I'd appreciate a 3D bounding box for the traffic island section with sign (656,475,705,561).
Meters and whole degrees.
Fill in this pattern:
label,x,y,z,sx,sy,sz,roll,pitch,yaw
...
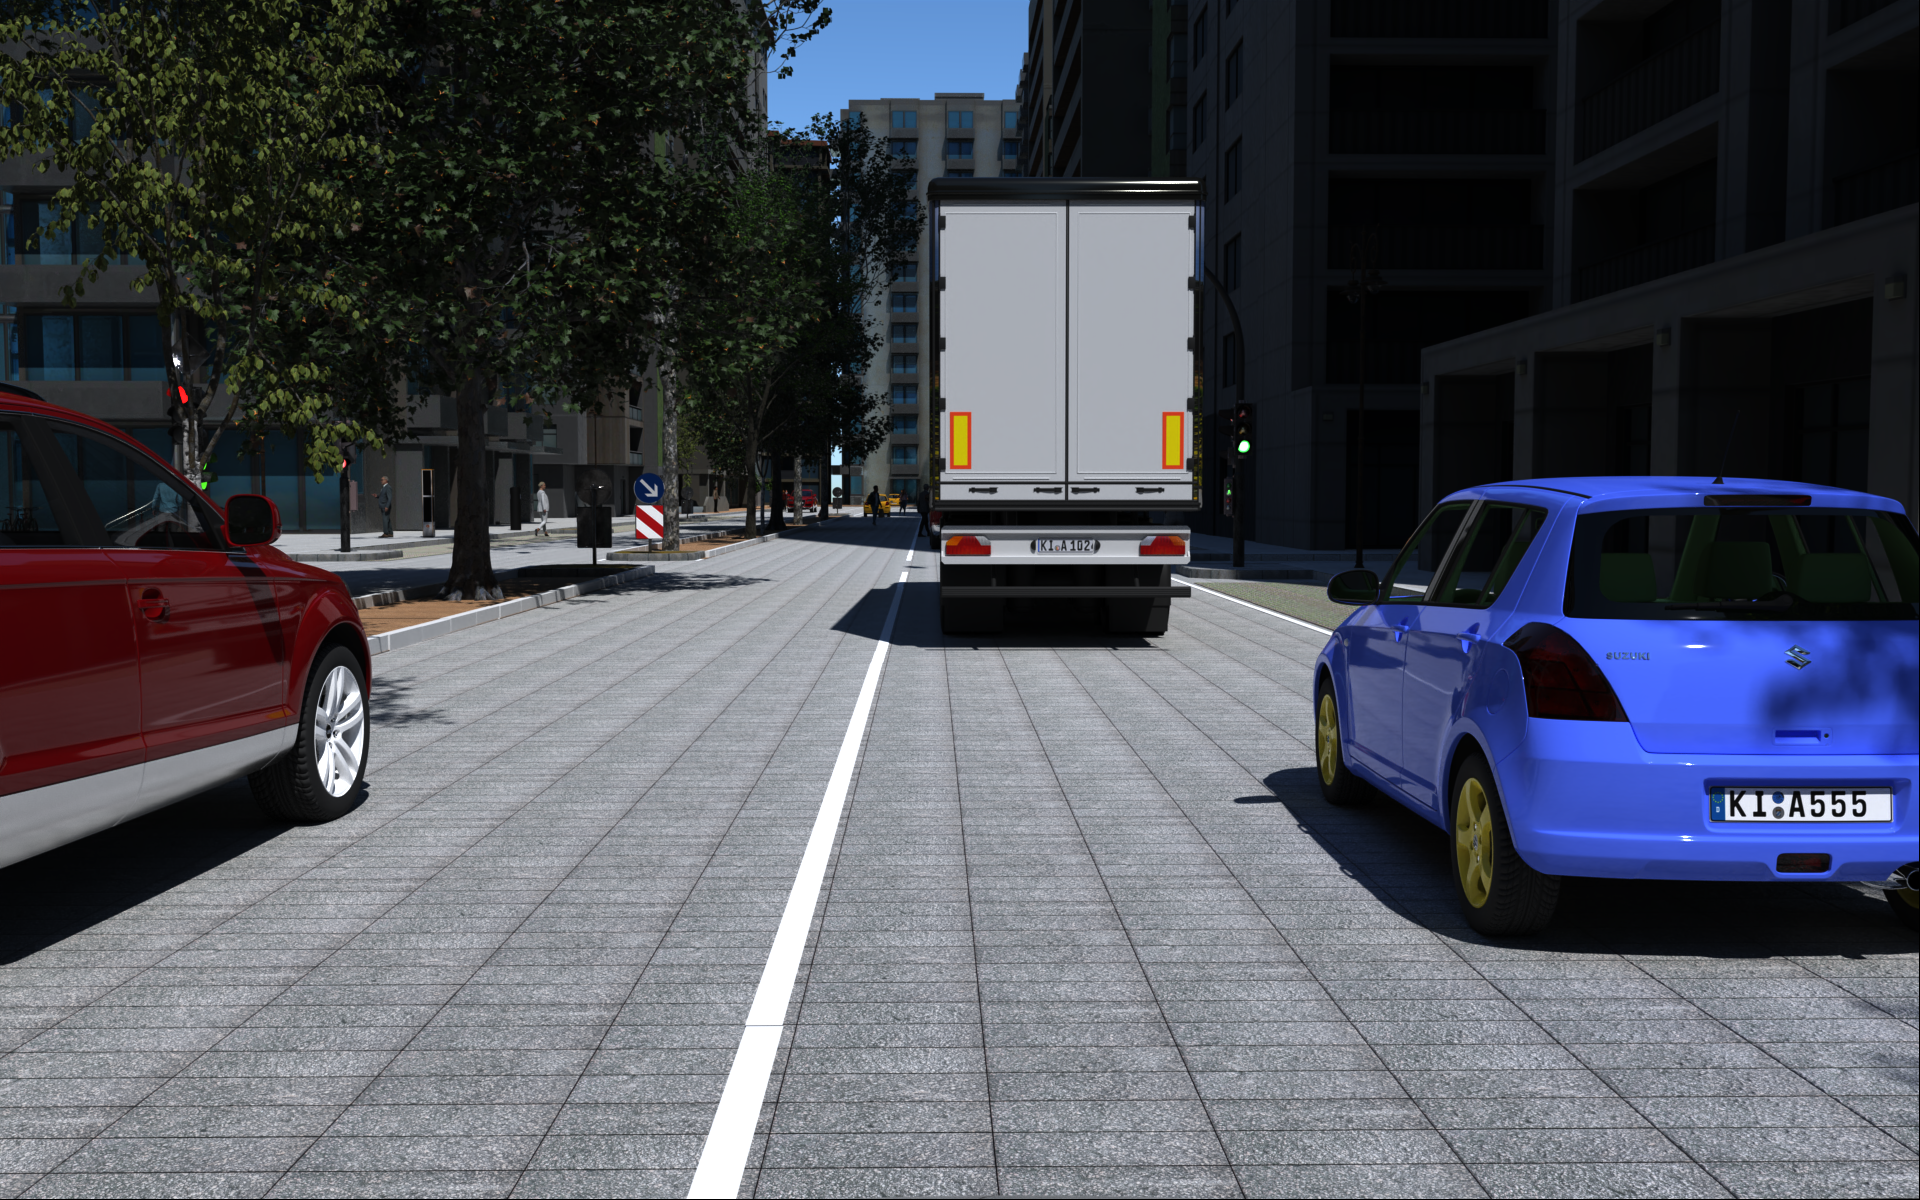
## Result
label,x,y,z,sx,sy,sz,roll,pitch,yaw
traffic island section with sign,-6.698,-1.824,37.962,2.006,1.907,1.989,0,4,-1

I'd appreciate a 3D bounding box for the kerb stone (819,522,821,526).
label,x,y,z,sx,sy,sz,roll,pitch,yaw
kerb stone,-6.342,-3.306,76.254,0.120,0.150,1.000,0,4,-1

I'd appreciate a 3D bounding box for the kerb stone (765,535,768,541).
label,x,y,z,sx,sy,sz,roll,pitch,yaw
kerb stone,-5.911,-1.802,51.657,0.120,0.150,1.000,0,4,-1

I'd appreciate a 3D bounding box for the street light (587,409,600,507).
label,x,y,z,sx,sy,sz,roll,pitch,yaw
street light,-16.270,-6.396,77.356,0.468,5.910,1.993,0,4,-1

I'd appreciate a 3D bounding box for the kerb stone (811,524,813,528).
label,x,y,z,sx,sy,sz,roll,pitch,yaw
kerb stone,-6.252,-2.990,71.123,0.120,0.150,1.000,0,4,-1

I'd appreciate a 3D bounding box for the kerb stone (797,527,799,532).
label,x,y,z,sx,sy,sz,roll,pitch,yaw
kerb stone,-6.127,-2.552,63.956,0.120,0.150,1.000,0,4,-1

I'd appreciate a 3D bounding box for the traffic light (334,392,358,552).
label,x,y,z,sx,sy,sz,roll,pitch,yaw
traffic light,-11.430,-3.881,38.123,4.771,5.953,1.251,0,4,-1

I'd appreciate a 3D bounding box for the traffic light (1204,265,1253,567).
label,x,y,z,sx,sy,sz,roll,pitch,yaw
traffic light,2.790,-3.398,30.229,4.771,5.953,1.251,0,4,-1

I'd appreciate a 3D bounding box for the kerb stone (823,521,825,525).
label,x,y,z,sx,sy,sz,roll,pitch,yaw
kerb stone,-6.397,-3.493,79.325,0.120,0.150,1.000,0,4,-1

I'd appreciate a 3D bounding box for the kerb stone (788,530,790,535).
label,x,y,z,sx,sy,sz,roll,pitch,yaw
kerb stone,-6.054,-2.304,59.860,0.120,0.150,1.000,0,4,-1

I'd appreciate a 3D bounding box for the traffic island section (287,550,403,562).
label,x,y,z,sx,sy,sz,roll,pitch,yaw
traffic island section,-13.560,-0.973,38.185,2.009,0.180,2.903,0,4,-1

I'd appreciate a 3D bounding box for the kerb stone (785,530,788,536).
label,x,y,z,sx,sy,sz,roll,pitch,yaw
kerb stone,-6.035,-2.241,58.836,0.120,0.150,1.000,0,4,-1

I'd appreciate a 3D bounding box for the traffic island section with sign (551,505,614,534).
label,x,y,z,sx,sy,sz,roll,pitch,yaw
traffic island section with sign,-13.678,-3.323,62.964,1.989,1.847,2.006,0,4,-1

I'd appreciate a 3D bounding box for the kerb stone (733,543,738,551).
label,x,y,z,sx,sy,sz,roll,pitch,yaw
kerb stone,-5.758,-1.301,43.461,0.120,0.150,1.000,0,4,-1

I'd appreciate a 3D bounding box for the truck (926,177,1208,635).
label,x,y,z,sx,sy,sz,roll,pitch,yaw
truck,0.972,-1.960,20.952,2.839,4.237,11.283,0,4,0

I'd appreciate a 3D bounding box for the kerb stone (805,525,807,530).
label,x,y,z,sx,sy,sz,roll,pitch,yaw
kerb stone,-6.194,-2.804,68.047,0.120,0.150,1.000,0,4,-1

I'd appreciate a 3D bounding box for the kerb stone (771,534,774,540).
label,x,y,z,sx,sy,sz,roll,pitch,yaw
kerb stone,-5.943,-1.927,53.708,0.120,0.150,1.000,0,4,-1

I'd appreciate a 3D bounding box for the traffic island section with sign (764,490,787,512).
label,x,y,z,sx,sy,sz,roll,pitch,yaw
traffic island section with sign,-15.057,-8.037,140.028,1.989,1.847,2.006,0,4,-1

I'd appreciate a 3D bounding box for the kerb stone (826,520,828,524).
label,x,y,z,sx,sy,sz,roll,pitch,yaw
kerb stone,-6.428,-3.619,81.369,0.120,0.150,1.000,0,4,-1

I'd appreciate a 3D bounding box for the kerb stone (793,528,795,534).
label,x,y,z,sx,sy,sz,roll,pitch,yaw
kerb stone,-6.083,-2.429,61.910,0.120,0.150,1.000,0,4,-1

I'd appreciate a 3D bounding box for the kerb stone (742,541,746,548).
label,x,y,z,sx,sy,sz,roll,pitch,yaw
kerb stone,-5.795,-1.426,45.506,0.120,0.150,1.000,0,4,-1

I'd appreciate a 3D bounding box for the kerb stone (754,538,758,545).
label,x,y,z,sx,sy,sz,roll,pitch,yaw
kerb stone,-5.853,-1.610,48.574,0.120,0.150,1.000,0,4,-1

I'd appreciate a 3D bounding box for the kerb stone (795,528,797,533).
label,x,y,z,sx,sy,sz,roll,pitch,yaw
kerb stone,-6.107,-2.492,62.934,0.120,0.150,1.000,0,4,-1

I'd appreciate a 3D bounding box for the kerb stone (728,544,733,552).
label,x,y,z,sx,sy,sz,roll,pitch,yaw
kerb stone,-5.739,-1.238,42.439,0.120,0.150,1.000,0,4,-1

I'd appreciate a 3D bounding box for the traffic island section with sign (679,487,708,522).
label,x,y,z,sx,sy,sz,roll,pitch,yaw
traffic island section with sign,-14.155,-4.972,89.915,1.989,1.847,2.006,0,4,-1

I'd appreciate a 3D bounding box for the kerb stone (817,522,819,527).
label,x,y,z,sx,sy,sz,roll,pitch,yaw
kerb stone,-6.327,-3.241,75.232,0.120,0.150,1.000,0,4,-1

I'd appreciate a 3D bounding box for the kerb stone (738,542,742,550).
label,x,y,z,sx,sy,sz,roll,pitch,yaw
kerb stone,-5.771,-1.363,44.484,0.120,0.150,1.000,0,4,-1

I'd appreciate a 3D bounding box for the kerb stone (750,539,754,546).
label,x,y,z,sx,sy,sz,roll,pitch,yaw
kerb stone,-5.836,-1.551,47.551,0.120,0.150,1.000,0,4,-1

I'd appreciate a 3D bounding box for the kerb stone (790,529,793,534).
label,x,y,z,sx,sy,sz,roll,pitch,yaw
kerb stone,-6.064,-2.366,60.882,0.120,0.150,1.000,0,4,-1

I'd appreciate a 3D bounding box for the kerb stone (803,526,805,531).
label,x,y,z,sx,sy,sz,roll,pitch,yaw
kerb stone,-6.183,-2.741,67.024,0.120,0.150,1.000,0,4,-1

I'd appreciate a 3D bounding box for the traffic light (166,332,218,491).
label,x,y,z,sx,sy,sz,roll,pitch,yaw
traffic light,-13.378,-2.517,30.067,0.839,4.253,0.868,0,4,-1

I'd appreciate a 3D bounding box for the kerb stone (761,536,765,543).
label,x,y,z,sx,sy,sz,roll,pitch,yaw
kerb stone,-5.886,-1.735,50.629,0.120,0.150,1.000,0,4,-1

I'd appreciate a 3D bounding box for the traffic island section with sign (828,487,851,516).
label,x,y,z,sx,sy,sz,roll,pitch,yaw
traffic island section with sign,-8.046,-6.419,113.089,2.006,1.907,1.989,0,4,-1

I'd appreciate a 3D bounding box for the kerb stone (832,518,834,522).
label,x,y,z,sx,sy,sz,roll,pitch,yaw
kerb stone,-6.527,-3.932,86.481,0.120,0.150,1.000,0,4,-1

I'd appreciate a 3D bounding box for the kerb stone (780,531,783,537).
label,x,y,z,sx,sy,sz,roll,pitch,yaw
kerb stone,-5.992,-2.115,56.780,0.120,0.150,1.000,0,4,-1

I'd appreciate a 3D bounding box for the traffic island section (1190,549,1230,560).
label,x,y,z,sx,sy,sz,roll,pitch,yaw
traffic island section,4.778,-0.992,38.505,2.009,0.180,2.903,0,4,-1

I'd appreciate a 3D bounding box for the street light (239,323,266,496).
label,x,y,z,sx,sy,sz,roll,pitch,yaw
street light,-15.611,-4.033,38.726,0.468,5.910,1.993,0,4,-1

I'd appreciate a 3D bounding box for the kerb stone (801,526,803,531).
label,x,y,z,sx,sy,sz,roll,pitch,yaw
kerb stone,-6.165,-2.672,66.001,0.120,0.150,1.000,0,4,-1

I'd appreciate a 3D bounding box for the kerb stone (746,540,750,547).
label,x,y,z,sx,sy,sz,roll,pitch,yaw
kerb stone,-5.809,-1.488,46.528,0.120,0.150,1.000,0,4,-1

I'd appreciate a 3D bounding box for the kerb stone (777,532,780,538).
label,x,y,z,sx,sy,sz,roll,pitch,yaw
kerb stone,-5.980,-2.053,55.758,0.120,0.150,1.000,0,4,-1

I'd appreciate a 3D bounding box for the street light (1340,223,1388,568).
label,x,y,z,sx,sy,sz,roll,pitch,yaw
street light,6.929,-3.491,29.874,0.468,5.910,1.993,0,4,-1

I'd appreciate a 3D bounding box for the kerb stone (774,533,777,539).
label,x,y,z,sx,sy,sz,roll,pitch,yaw
kerb stone,-5.967,-1.990,54.730,0.120,0.150,1.000,0,4,-1

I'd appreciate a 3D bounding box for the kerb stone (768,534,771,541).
label,x,y,z,sx,sy,sz,roll,pitch,yaw
kerb stone,-5.922,-1.865,52.683,0.120,0.150,1.000,0,4,-1

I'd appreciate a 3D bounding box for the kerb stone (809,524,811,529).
label,x,y,z,sx,sy,sz,roll,pitch,yaw
kerb stone,-6.234,-2.929,70.100,0.120,0.150,1.000,0,4,-1

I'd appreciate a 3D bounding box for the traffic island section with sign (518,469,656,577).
label,x,y,z,sx,sy,sz,roll,pitch,yaw
traffic island section with sign,-6.575,-1.371,30.556,2.006,1.907,1.989,0,4,-1

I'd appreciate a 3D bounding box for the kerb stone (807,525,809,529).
label,x,y,z,sx,sy,sz,roll,pitch,yaw
kerb stone,-6.213,-2.867,69.075,0.120,0.150,1.000,0,4,-1

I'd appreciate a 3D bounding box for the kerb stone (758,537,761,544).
label,x,y,z,sx,sy,sz,roll,pitch,yaw
kerb stone,-5.869,-1.677,49.607,0.120,0.150,1.000,0,4,-1

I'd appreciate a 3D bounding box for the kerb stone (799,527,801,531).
label,x,y,z,sx,sy,sz,roll,pitch,yaw
kerb stone,-6.142,-2.617,64.978,0.120,0.150,1.000,0,4,-1

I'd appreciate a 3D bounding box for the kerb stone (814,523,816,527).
label,x,y,z,sx,sy,sz,roll,pitch,yaw
kerb stone,-6.291,-3.119,73.188,0.120,0.150,1.000,0,4,-1

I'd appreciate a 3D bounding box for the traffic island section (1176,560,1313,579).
label,x,y,z,sx,sy,sz,roll,pitch,yaw
traffic island section,4.920,-0.504,30.522,2.009,0.180,2.903,0,4,-1

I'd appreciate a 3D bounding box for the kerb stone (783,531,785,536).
label,x,y,z,sx,sy,sz,roll,pitch,yaw
kerb stone,-6.012,-2.177,57.809,0.120,0.150,1.000,0,4,-1
